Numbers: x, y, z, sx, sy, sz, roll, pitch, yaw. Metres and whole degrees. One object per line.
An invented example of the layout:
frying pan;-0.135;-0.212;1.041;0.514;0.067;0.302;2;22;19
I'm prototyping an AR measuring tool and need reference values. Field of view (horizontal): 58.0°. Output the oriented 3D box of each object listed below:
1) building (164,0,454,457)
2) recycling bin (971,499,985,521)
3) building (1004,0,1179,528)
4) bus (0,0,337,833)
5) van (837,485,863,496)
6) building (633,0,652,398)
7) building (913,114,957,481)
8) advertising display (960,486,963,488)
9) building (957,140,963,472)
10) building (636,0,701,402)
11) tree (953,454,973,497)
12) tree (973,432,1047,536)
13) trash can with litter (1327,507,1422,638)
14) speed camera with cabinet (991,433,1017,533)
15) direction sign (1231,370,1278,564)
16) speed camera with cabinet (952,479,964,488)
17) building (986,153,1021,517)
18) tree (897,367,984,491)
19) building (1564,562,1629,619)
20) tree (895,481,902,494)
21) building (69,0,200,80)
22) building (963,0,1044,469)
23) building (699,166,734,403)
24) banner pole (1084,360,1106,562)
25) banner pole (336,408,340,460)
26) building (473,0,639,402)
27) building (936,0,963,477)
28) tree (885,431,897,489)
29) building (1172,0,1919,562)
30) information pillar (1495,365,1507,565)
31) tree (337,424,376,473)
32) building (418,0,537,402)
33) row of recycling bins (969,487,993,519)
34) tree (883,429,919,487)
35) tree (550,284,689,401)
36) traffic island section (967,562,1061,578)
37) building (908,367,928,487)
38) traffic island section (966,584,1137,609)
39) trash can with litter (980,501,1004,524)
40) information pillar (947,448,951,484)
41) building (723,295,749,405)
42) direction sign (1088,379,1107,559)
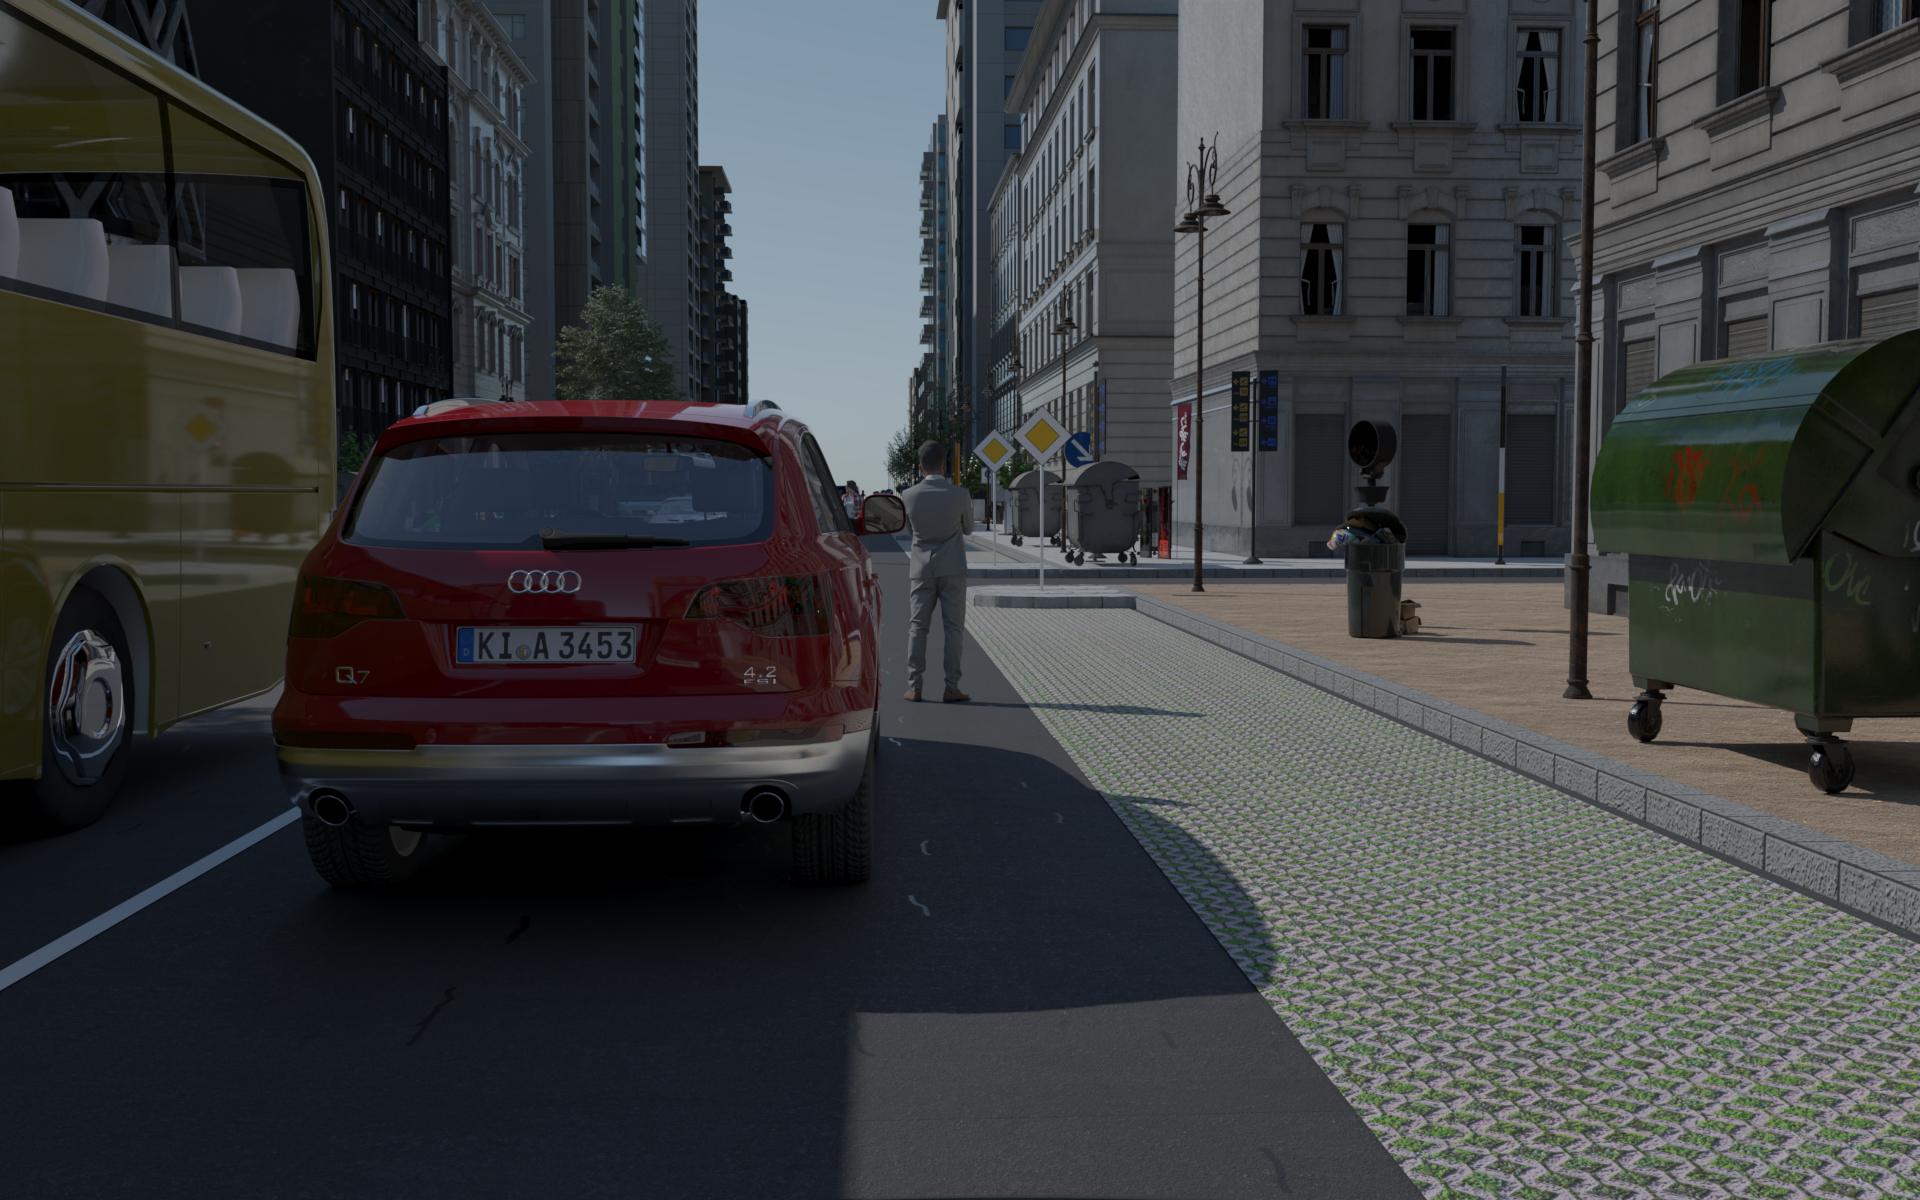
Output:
building;-26.429;-14.234;62.401;12.332;23.373;15.834;0;4;-3
recycling bin;0.694;-4.234;81.776;0.722;1.027;0.722;-2;4;-32
building;11.117;-14.691;73.476;16.112;22.955;30.059;0;4;-3
bus;-4.770;-0.790;4.457;2.896;3.916;12.252;0;4;-3
van;-8.110;-7.354;124.619;2.240;2.365;5.245;0;4;-2
building;-37.448;-50.993;146.409;22.319;86.520;31.000;0;4;-3
building;6.139;-36.781;220.974;23.786;49.044;30.456;0;4;-3
advertising display;0.080;-4.914;85.565;0.123;1.923;0.974;0;4;-2
building;6.612;-22.825;144.896;14.160;30.474;14.107;0;4;-3
building;-38.534;-46.557;199.456;20.563;71.187;20.611;0;4;-3
tree;0.699;-4.924;75.111;1.663;3.219;1.824;0;3;0
tree;1.611;-3.637;54.074;1.663;3.219;1.824;0;3;0
trash can with litter;3.797;-0.265;15.716;0.624;1.170;1.055;2;4;32
speed camera with cabinet;1.734;-3.801;56.488;0.660;3.252;2.038;2;4;30
direction sign;5.403;-2.437;31.839;0.876;3.537;0.379;2;4;27
speed camera with cabinet;0.204;-6.724;104.265;0.660;3.252;2.038;-2;4;-28
building;6.976;-15.187;97.453;9.793;20.994;18.267;0;4;-3
tree;-0.777;-9.150;99.971;4.737;8.622;4.395;0;3;0
building;11.968;-9.848;10.170;9.793;20.994;18.267;0;4;-3
tree;-8.092;-14.778;236.218;1.663;3.219;1.824;0;3;0
building;-26.990;-10.545;39.855;16.820;18.784;16.811;0;4;-3
building;10.678;-35.468;121.897;21.231;58.520;28.212;0;4;-3
building;-41.048;-34.876;224.850;22.147;44.769;28.867;0;4;-3
banner pole;2.567;-2.615;32.774;0.401;3.779;0.863;0;4;5
banner pole;-18.418;-3.713;50.721;0.863;3.779;0.401;0;4;4
building;-31.329;-27.034;125.608;14.154;41.232;14.086;0;4;-3
building;12.667;-35.237;165.365;28.713;52.752;27.495;0;4;-3
tree;-3.734;-11.816;143.557;4.737;8.622;4.395;0;3;0
building;14.485;-11.617;39.085;18.267;20.994;9.793;0;4;-3
information pillar;9.811;-2.446;31.341;0.183;3.616;0.504;1;4;18
tree;-16.930;-3.269;48.044;1.663;3.219;1.824;0;3;0
building;-29.015;-18.012;81.891;14.401;28.519;23.554;0;4;-3
row of recycling bins;1.128;-5.121;90.837;1.069;1.692;3.534;-1;4;-22
tree;-5.921;-14.682;190.413;4.360;8.622;3.978;0;3;0
tree;-18.460;-10.759;94.042;7.486;12.596;7.792;0;3;0
traffic island section;0.662;-0.529;30.933;2.009;0.180;2.903;0;4;-3
building;6.704;-24.861;251.519;27.650;21.520;28.899;0;4;-3
traffic island section;1.127;-0.042;22.962;2.009;0.180;2.903;0;4;-3
trash can with litter;1.361;-3.791;73.373;1.055;1.170;0.624;2;4;24
information pillar;-0.555;-5.918;88.113;0.183;3.616;0.504;-1;4;-21
building;-37.597;-29.069;246.971;14.160;30.474;14.107;0;4;-3
direction sign;2.742;-2.596;34.446;0.379;3.537;0.876;-1;4;-15
